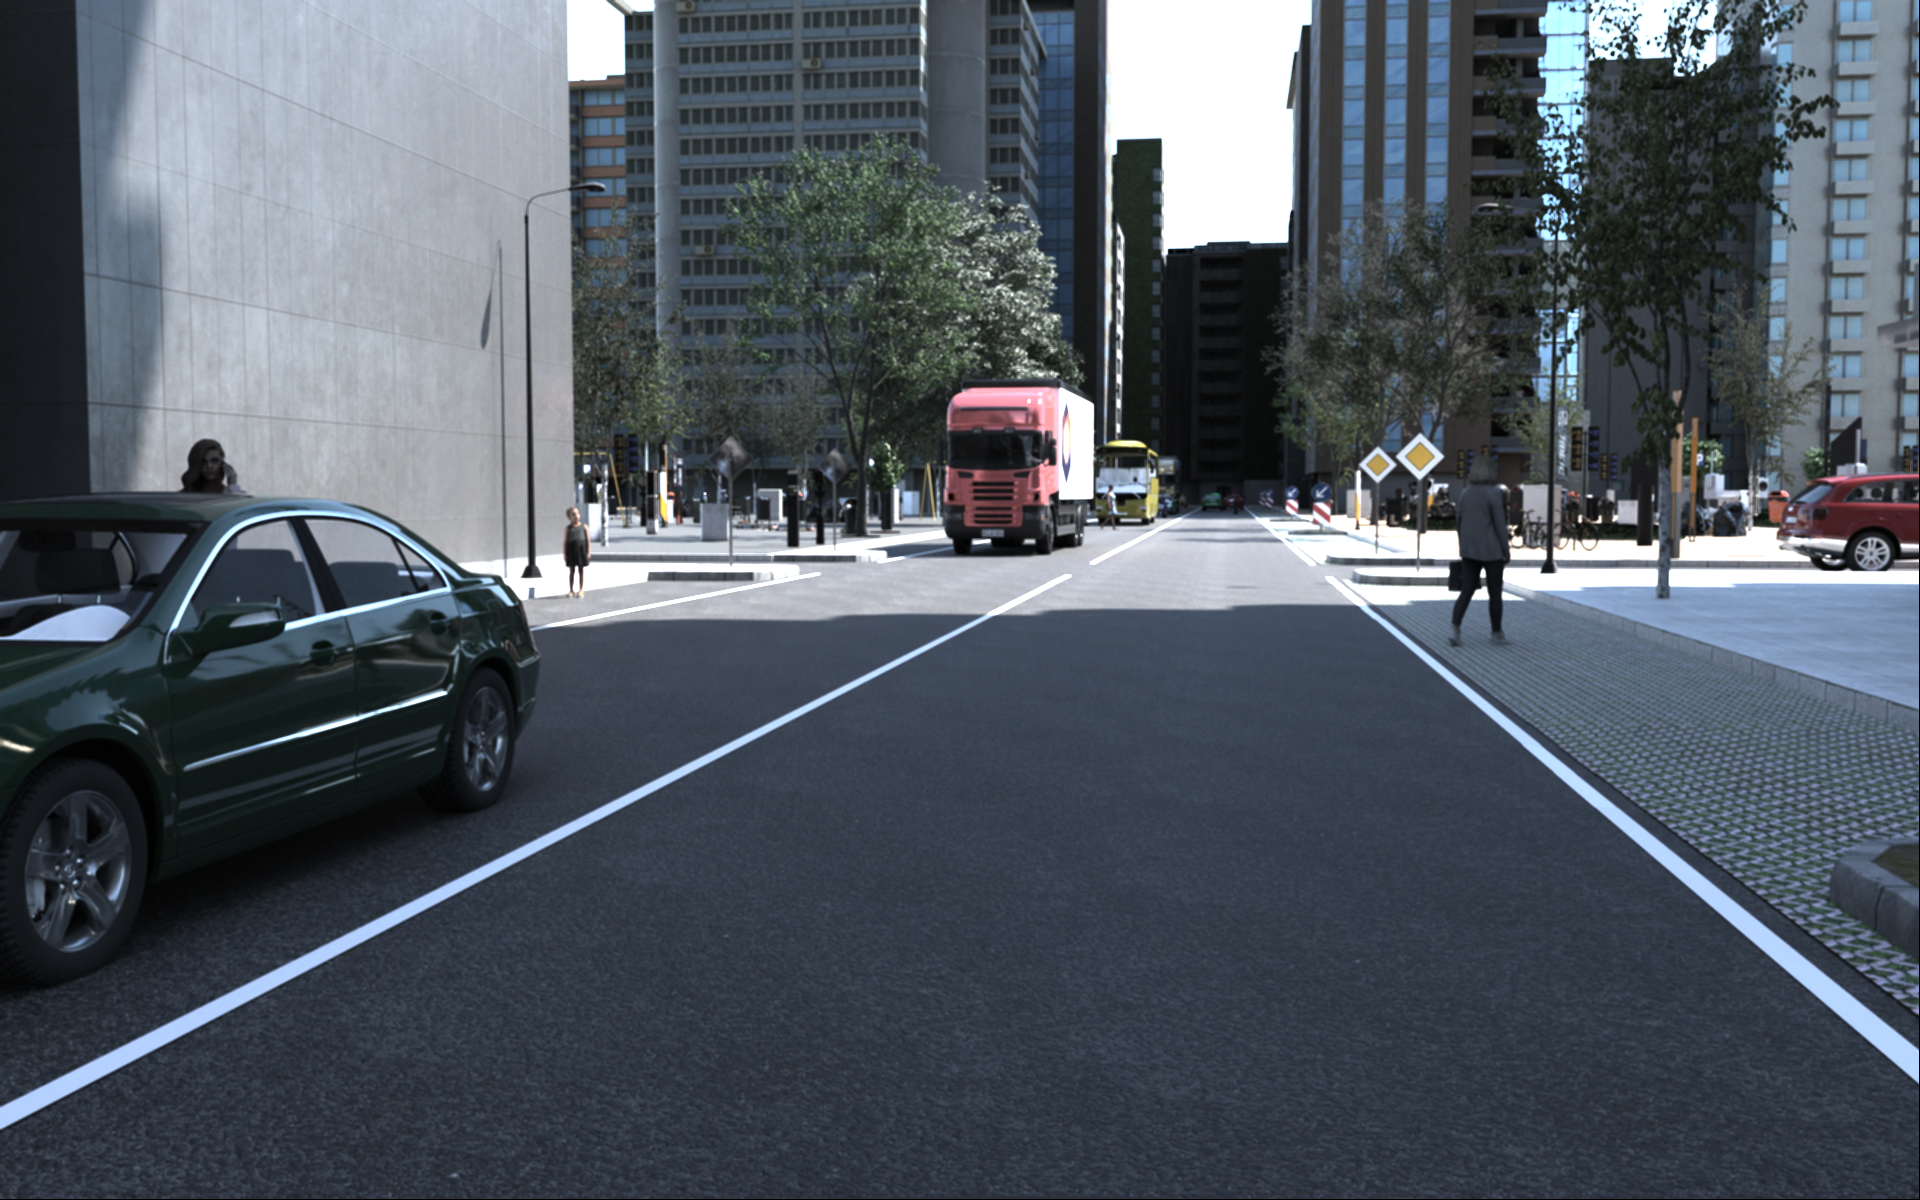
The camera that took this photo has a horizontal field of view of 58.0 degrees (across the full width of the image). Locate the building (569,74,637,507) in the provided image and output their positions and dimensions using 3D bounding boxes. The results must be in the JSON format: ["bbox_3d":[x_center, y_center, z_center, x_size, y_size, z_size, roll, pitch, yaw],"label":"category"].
[{"bbox_3d":[-32.364,-32.331,183.234,28.867,44.769,22.147,1,4,9],"label":"building"}]

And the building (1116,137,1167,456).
[{"bbox_3d":[16.900,-31.742,202.577,14.086,41.232,14.154,1,4,9],"label":"building"}]

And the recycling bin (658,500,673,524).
[{"bbox_3d":[-13.061,-3.871,75.843,0.722,1.027,0.722,2,4,24],"label":"recycling bin"}]

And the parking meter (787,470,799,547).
[{"bbox_3d":[-4.048,-2.221,42.027,0.255,1.863,0.399,0,4,0],"label":"parking meter"}]

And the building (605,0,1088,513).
[{"bbox_3d":[-7.193,-26.562,126.173,32.217,40.220,23.993,1,4,9],"label":"building"}]

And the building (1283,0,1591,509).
[{"bbox_3d":[38.112,-50.508,138.472,22.319,86.520,31.000,1,4,9],"label":"building"}]

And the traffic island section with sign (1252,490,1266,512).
[{"bbox_3d":[24.299,-7.834,136.721,1.989,1.847,2.006,1,4,9],"label":"traffic island section with sign"}]

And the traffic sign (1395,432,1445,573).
[{"bbox_3d":[7.449,-1.497,28.111,0.795,2.450,0.064,1,4,9],"label":"traffic sign"}]

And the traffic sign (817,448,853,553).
[{"bbox_3d":[-2.735,-2.088,37.783,0.795,2.450,0.064,1,4,9],"label":"traffic sign"}]

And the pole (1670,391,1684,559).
[{"bbox_3d":[14.160,-2.471,34.243,0.158,3.312,0.155,0,3,0],"label":"pole"}]

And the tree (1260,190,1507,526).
[{"bbox_3d":[17.021,-9.787,70.380,12.009,13.543,11.850,0,3,0],"label":"tree"}]

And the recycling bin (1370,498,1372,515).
[{"bbox_3d":[24.741,-5.666,105.186,0.722,1.027,0.722,-1,4,-10],"label":"recycling bin"}]

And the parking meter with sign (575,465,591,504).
[{"bbox_3d":[-22.672,-6.505,102.615,1.738,3.016,0.543,3,4,36],"label":"parking meter with sign"}]

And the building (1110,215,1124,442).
[{"bbox_3d":[9.993,-25.078,181.719,14.107,30.474,14.160,1,4,9],"label":"building"}]

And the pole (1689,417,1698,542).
[{"bbox_3d":[19.555,-3.201,46.171,0.158,3.312,0.155,0,3,0],"label":"pole"}]

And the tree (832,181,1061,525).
[{"bbox_3d":[-0.509,-10.067,71.252,9.857,13.997,8.962,0,3,0],"label":"tree"}]

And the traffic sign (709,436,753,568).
[{"bbox_3d":[-3.957,-1.605,29.891,0.795,2.450,0.064,1,4,9],"label":"traffic sign"}]

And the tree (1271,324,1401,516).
[{"bbox_3d":[22.374,-10.830,102.832,9.928,11.665,9.643,0,3,0],"label":"tree"}]

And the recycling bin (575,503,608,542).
[{"bbox_3d":[-9.954,-2.079,46.552,0.722,1.027,0.722,3,4,39],"label":"recycling bin"}]

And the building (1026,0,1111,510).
[{"bbox_3d":[5.013,-30.172,143.422,14.600,45.320,14.200,1,4,9],"label":"building"}]

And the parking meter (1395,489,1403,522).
[{"bbox_3d":[20.522,-4.437,80.962,0.372,1.533,0.369,0,3,0],"label":"parking meter"}]

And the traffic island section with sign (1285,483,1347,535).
[{"bbox_3d":[12.523,-3.185,60.711,1.989,1.847,2.006,1,4,9],"label":"traffic island section with sign"}]

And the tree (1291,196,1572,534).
[{"bbox_3d":[14.816,-7.387,55.185,8.767,10.594,7.601,1,4,10],"label":"tree"}]

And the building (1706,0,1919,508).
[{"bbox_3d":[87.629,-33.319,164.366,30.456,49.044,23.786,1,4,9],"label":"building"}]

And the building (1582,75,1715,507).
[{"bbox_3d":[65.621,-29.908,172.596,14.086,41.232,14.154,1,4,9],"label":"building"}]

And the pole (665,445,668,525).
[{"bbox_3d":[-12.267,-4.775,71.906,0.158,3.312,0.155,0,3,0],"label":"pole"}]

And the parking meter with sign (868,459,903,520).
[{"bbox_3d":[-3.646,-5.449,85.349,1.738,3.016,0.543,2,4,24],"label":"parking meter with sign"}]

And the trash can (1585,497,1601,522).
[{"bbox_3d":[29.345,-4.202,80.363,0.748,1.137,0.748,0,3,0],"label":"trash can"}]

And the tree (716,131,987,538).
[{"bbox_3d":[-3.033,-7.664,51.059,9.928,11.665,9.643,0,3,0],"label":"tree"}]

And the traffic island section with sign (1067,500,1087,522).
[{"bbox_3d":[5.510,-4.920,89.072,1.989,1.847,2.006,1,4,9],"label":"traffic island section with sign"}]

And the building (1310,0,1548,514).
[{"bbox_3d":[30.920,-28.562,117.104,14.600,45.320,14.200,1,4,9],"label":"building"}]

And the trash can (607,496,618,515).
[{"bbox_3d":[-21.517,-5.835,107.049,0.748,1.137,0.748,0,3,0],"label":"trash can"}]

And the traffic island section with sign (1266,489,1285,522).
[{"bbox_3d":[16.857,-4.897,88.686,1.989,1.847,2.006,1,4,9],"label":"traffic island section with sign"}]

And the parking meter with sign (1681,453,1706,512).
[{"bbox_3d":[30.741,-4.728,73.569,1.738,3.016,0.543,-1,4,-18],"label":"parking meter with sign"}]

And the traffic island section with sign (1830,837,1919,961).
[{"bbox_3d":[3.967,0.195,5.446,1.989,1.847,2.006,1,4,9],"label":"traffic island section with sign"}]

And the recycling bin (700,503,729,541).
[{"bbox_3d":[-6.721,-2.131,47.402,0.722,1.027,0.722,-1,4,-13],"label":"recycling bin"}]

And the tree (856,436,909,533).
[{"bbox_3d":[-2.628,-3.828,57.188,1.663,3.219,1.824,0,3,0],"label":"tree"}]

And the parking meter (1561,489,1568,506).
[{"bbox_3d":[27.566,-4.321,79.063,0.372,1.533,0.369,0,3,0],"label":"parking meter"}]

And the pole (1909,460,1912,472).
[{"bbox_3d":[56.831,-6.719,103.693,0.158,3.312,0.155,0,3,0],"label":"pole"}]

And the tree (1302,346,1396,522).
[{"bbox_3d":[18.172,-7.912,79.729,4.737,8.622,4.395,0,3,0],"label":"tree"}]

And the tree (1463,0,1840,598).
[{"bbox_3d":[8.445,-4.330,21.163,4.737,8.622,4.395,0,3,0],"label":"tree"}]

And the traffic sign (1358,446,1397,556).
[{"bbox_3d":[8.671,-1.979,36.003,0.795,2.450,0.064,1,4,9],"label":"traffic sign"}]

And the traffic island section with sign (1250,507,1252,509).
[{"bbox_3d":[28.485,-9.486,163.727,1.989,1.847,2.006,1,4,9],"label":"traffic island section with sign"}]

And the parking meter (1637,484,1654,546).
[{"bbox_3d":[16.926,-2.101,42.769,0.372,1.533,0.369,0,3,0],"label":"parking meter"}]

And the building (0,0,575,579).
[{"bbox_3d":[-22.016,-12.606,25.176,30.058,24.678,14.314,1,4,9],"label":"building"}]

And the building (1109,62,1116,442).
[{"bbox_3d":[6.347,-28.993,157.625,14.154,41.232,14.086,1,4,9],"label":"building"}]

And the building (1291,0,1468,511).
[{"bbox_3d":[38.539,-31.338,162.489,14.600,45.320,14.200,1,4,9],"label":"building"}]

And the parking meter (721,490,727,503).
[{"bbox_3d":[-13.386,-5.476,97.951,0.372,1.533,0.369,0,3,0],"label":"parking meter"}]

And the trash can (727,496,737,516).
[{"bbox_3d":[-13.607,-5.562,102.599,0.748,1.137,0.748,0,3,0],"label":"trash can"}]

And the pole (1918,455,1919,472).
[{"bbox_3d":[49.789,-5.878,89.942,0.158,3.312,0.155,0,3,0],"label":"pole"}]

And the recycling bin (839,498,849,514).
[{"bbox_3d":[-7.377,-6.071,111.819,0.722,1.027,0.722,1,4,10],"label":"recycling bin"}]

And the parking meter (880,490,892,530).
[{"bbox_3d":[-2.632,-3.429,61.780,0.399,1.863,0.255,0,4,7],"label":"parking meter"}]

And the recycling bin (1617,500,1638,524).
[{"bbox_3d":[26.924,-3.506,69.872,0.722,1.027,0.722,1,4,19],"label":"recycling bin"}]

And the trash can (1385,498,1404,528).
[{"bbox_3d":[16.712,-3.362,66.614,0.748,1.137,0.748,0,3,0],"label":"trash can"}]

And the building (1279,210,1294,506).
[{"bbox_3d":[40.396,-24.786,176.951,14.160,30.474,14.107,1,4,9],"label":"building"}]
